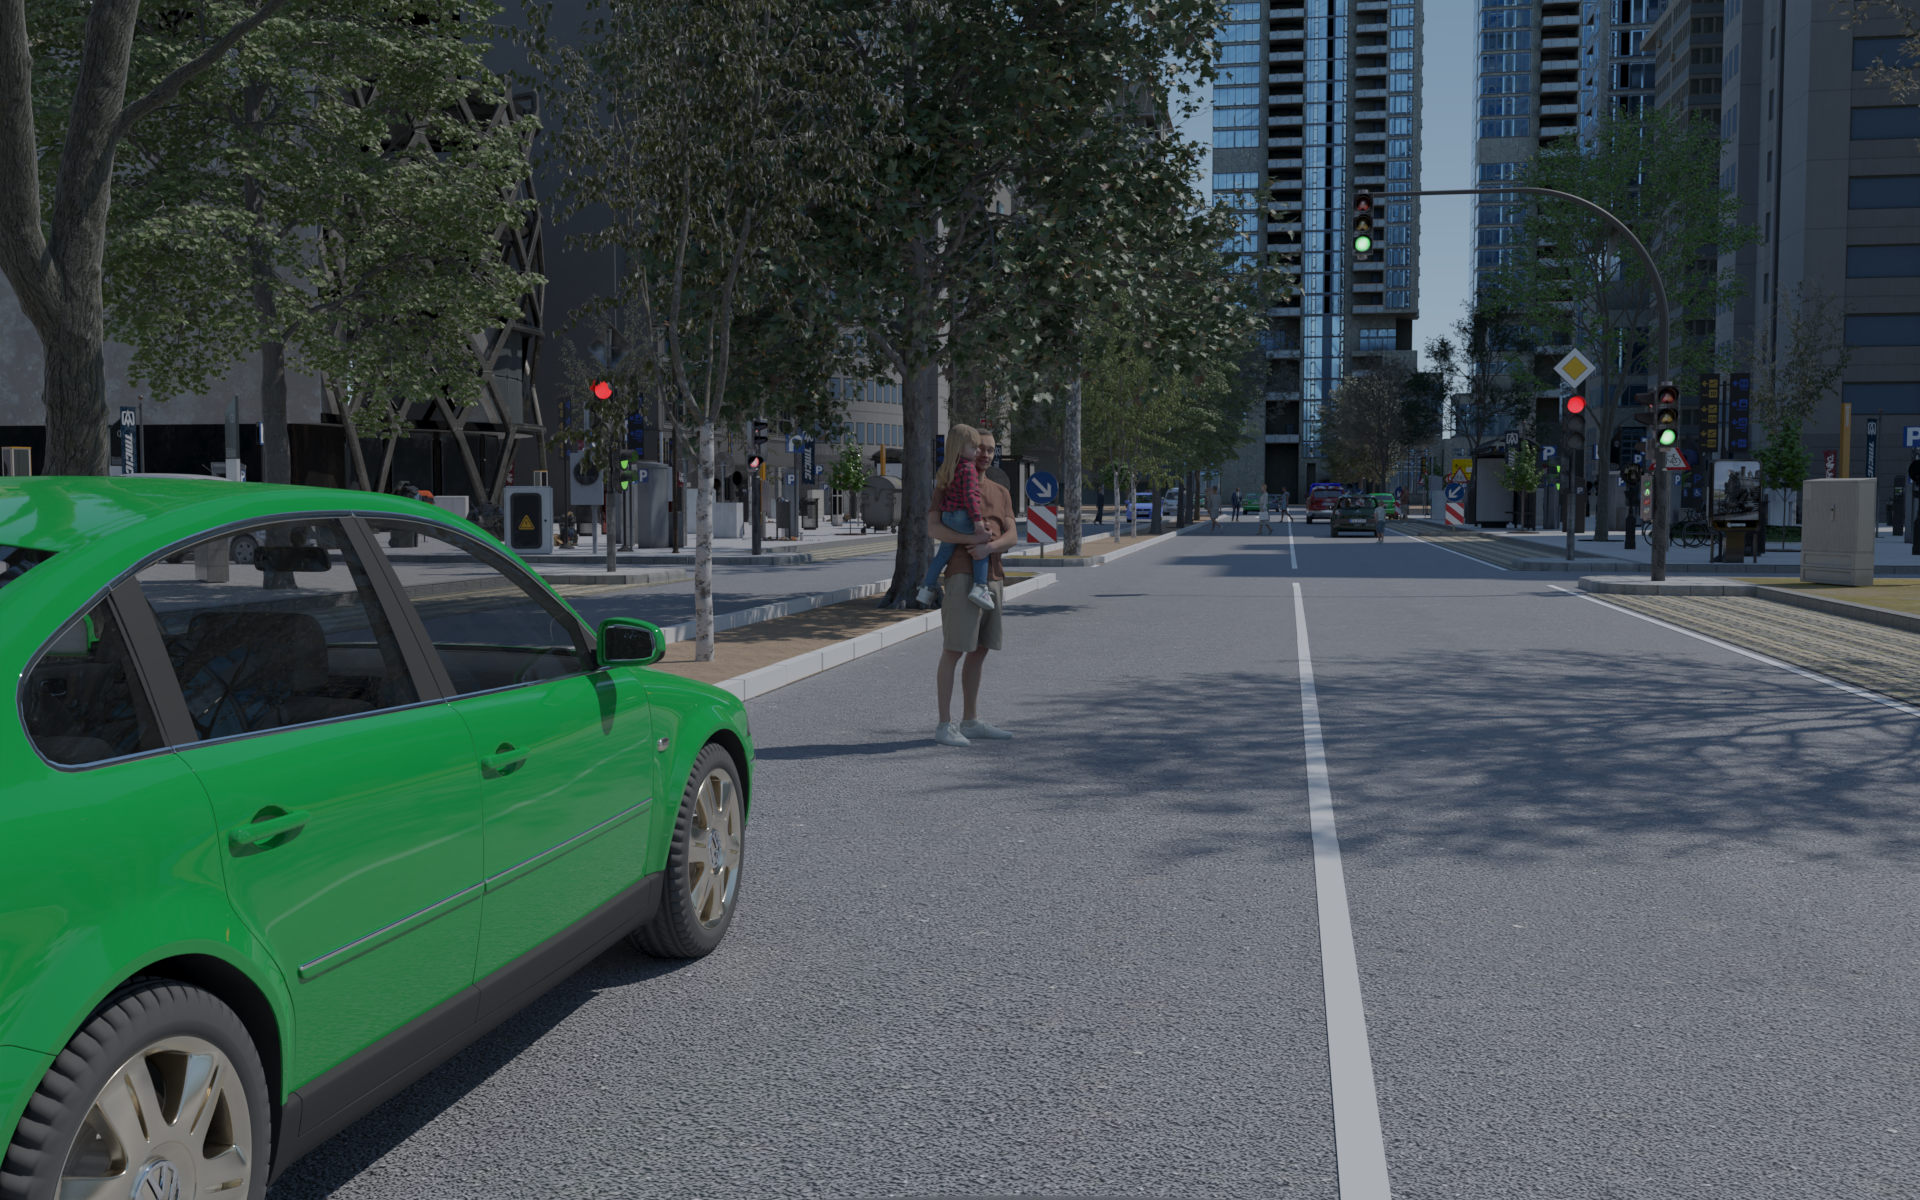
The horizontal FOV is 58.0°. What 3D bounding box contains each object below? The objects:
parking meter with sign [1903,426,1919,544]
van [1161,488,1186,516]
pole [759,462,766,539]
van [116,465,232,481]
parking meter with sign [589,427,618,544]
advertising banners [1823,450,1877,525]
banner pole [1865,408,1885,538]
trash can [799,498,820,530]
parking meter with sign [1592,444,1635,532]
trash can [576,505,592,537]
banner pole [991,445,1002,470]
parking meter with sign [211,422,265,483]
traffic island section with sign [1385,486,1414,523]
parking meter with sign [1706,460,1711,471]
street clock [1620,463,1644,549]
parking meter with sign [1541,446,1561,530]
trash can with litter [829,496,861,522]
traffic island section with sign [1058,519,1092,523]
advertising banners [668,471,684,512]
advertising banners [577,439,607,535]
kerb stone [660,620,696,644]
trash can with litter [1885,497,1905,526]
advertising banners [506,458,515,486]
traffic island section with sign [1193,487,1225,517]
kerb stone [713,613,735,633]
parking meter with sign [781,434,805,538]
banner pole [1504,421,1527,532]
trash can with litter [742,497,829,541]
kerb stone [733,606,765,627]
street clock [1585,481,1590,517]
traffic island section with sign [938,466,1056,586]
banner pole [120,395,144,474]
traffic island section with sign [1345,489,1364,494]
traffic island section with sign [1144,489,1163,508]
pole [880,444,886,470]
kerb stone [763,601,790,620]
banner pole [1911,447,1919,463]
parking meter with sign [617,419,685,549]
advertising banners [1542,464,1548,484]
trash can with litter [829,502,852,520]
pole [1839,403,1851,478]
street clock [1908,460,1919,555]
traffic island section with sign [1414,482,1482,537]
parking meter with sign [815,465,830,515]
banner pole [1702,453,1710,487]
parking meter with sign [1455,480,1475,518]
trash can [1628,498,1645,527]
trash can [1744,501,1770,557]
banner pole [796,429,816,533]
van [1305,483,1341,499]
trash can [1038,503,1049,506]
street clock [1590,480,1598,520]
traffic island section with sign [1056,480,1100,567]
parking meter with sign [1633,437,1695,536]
[{"bbox_3d":[24.918,-2.985,45.070,0.543,3.016,1.738,2,4,35],"label":"parking meter with sign"},{"bbox_3d":[14.530,-6.666,116.007,2.013,2.044,4.112,1,4,11],"label":"van"},{"bbox_3d":[-5.671,-3.408,49.564,0.158,3.312,0.155,0,3,0],"label":"pole"},{"bbox_3d":[-15.149,-1.713,35.015,4.112,2.044,2.013,1,4,12],"label":"van"},{"bbox_3d":[-8.690,-2.962,44.691,1.738,3.016,0.543,1,4,19],"label":"parking meter with sign"},{"bbox_3d":[35.258,-4.432,68.644,2.074,3.025,0.090,1,4,11],"label":"advertising banners"},{"bbox_3d":[26.640,-3.698,50.483,0.863,3.779,0.401,-2,4,-29],"label":"banner pole"},{"bbox_3d":[-5.373,-3.075,61.937,0.748,1.137,0.748,0,3,0],"label":"trash can"},{"bbox_3d":[22.617,-3.890,59.858,0.543,3.016,1.738,-1,4,-17],"label":"parking meter with sign"},{"bbox_3d":[-11.337,-2.500,52.533,0.748,1.137,0.748,0,3,0],"label":"trash can"},{"bbox_3d":[1.474,-5.339,77.306,0.863,3.779,0.401,1,4,8],"label":"banner pole"},{"bbox_3d":[-17.741,-2.799,42.030,1.738,3.016,0.543,0,4,-2],"label":"parking meter with sign"},{"bbox_3d":[21.651,-4.710,85.637,1.989,1.847,2.006,1,4,11],"label":"traffic island section with sign"},{"bbox_3d":[37.652,-5.675,89.042,0.543,3.016,1.738,-3,5,-42],"label":"parking meter with sign"},{"bbox_3d":[15.553,-2.176,40.141,0.471,2.002,0.358,0,4,-4],"label":"street clock"},{"bbox_3d":[21.629,-4.101,63.305,0.543,3.016,1.738,2,4,27],"label":"parking meter with sign"},{"bbox_3d":[-5.691,-4.218,80.026,1.678,1.210,2.233,-3,4,-38],"label":"trash can with litter"},{"bbox_3d":[5.634,-4.823,87.480,1.989,1.847,2.006,1,4,11],"label":"traffic island section with sign"},{"bbox_3d":[-19.657,-7.318,115.835,2.074,3.025,0.090,-1,4,-16],"label":"advertising banners"},{"bbox_3d":[-11.087,-3.579,54.708,2.074,3.025,0.090,1,4,8],"label":"advertising banners"},{"bbox_3d":[-2.752,0.324,16.896,0.120,0.150,1.000,1,4,11],"label":"kerb stone"},{"bbox_3d":[37.584,-3.538,69.237,1.055,1.170,0.624,2,4,28],"label":"trash can with litter"},{"bbox_3d":[-19.081,-4.592,71.272,2.074,3.025,0.090,2,4,28],"label":"advertising banners"},{"bbox_3d":[15.649,-6.159,108.840,2.006,1.907,1.989,1,4,11],"label":"traffic island section with sign"},{"bbox_3d":[-2.570,0.262,17.918,0.120,0.150,1.000,1,4,11],"label":"kerb stone"},{"bbox_3d":[-4.985,-3.347,50.976,0.543,3.016,1.738,-1,4,-15],"label":"parking meter with sign"},{"bbox_3d":[19.109,-4.250,59.498,0.863,3.779,0.401,2,4,28],"label":"banner pole"},{"bbox_3d":[-5.059,-2.243,47.738,2.233,1.210,1.678,3,5,42],"label":"trash can with litter"},{"bbox_3d":[-2.369,0.200,18.920,0.120,0.150,1.000,1,4,11],"label":"kerb stone"},{"bbox_3d":[35.085,-5.640,96.777,0.471,2.002,0.358,0,4,-6],"label":"street clock"},{"bbox_3d":[0.366,-1.198,27.716,2.006,1.907,1.989,1,4,11],"label":"traffic island section with sign"},{"bbox_3d":[-20.826,-3.285,43.720,0.401,3.779,0.863,2,4,24],"label":"banner pole"},{"bbox_3d":[30.663,-7.634,133.450,1.989,1.847,2.006,1,4,11],"label":"traffic island section with sign"},{"bbox_3d":[14.867,-7.816,136.424,1.989,1.847,2.006,1,4,11],"label":"traffic island section with sign"},{"bbox_3d":[-3.151,-4.714,70.919,0.158,3.312,0.155,0,3,0],"label":"pole"},{"bbox_3d":[-2.184,0.139,19.925,0.120,0.150,1.000,1,4,11],"label":"kerb stone"},{"bbox_3d":[37.198,-4.723,67.233,0.401,3.779,0.863,-1,4,-11],"label":"banner pole"},{"bbox_3d":[-7.218,-2.726,40.831,0.543,3.016,1.738,2,4,30],"label":"parking meter with sign"},{"bbox_3d":[35.209,-6.507,102.579,2.074,3.025,0.090,-2,4,-26],"label":"advertising banners"},{"bbox_3d":[-5.900,-4.535,85.529,1.055,1.170,0.624,-3,4,-37],"label":"trash can with litter"},{"bbox_3d":[19.882,-2.759,38.953,0.158,3.312,0.155,0,3,0],"label":"pole"},{"bbox_3d":[20.149,-1.943,36.333,0.358,2.002,0.471,-1,4,-20],"label":"street clock"},{"bbox_3d":[16.610,-3.070,58.829,1.989,1.847,2.006,1,4,11],"label":"traffic island section with sign"},{"bbox_3d":[-8.251,-6.634,104.720,0.543,3.016,1.738,-2,4,-25],"label":"parking meter with sign"},{"bbox_3d":[33.546,-5.391,78.153,0.863,3.779,0.401,0,4,-2],"label":"banner pole"},{"bbox_3d":[27.035,-5.868,92.196,1.738,3.016,0.543,-3,4,-37],"label":"parking meter with sign"},{"bbox_3d":[26.305,-3.404,67.315,0.748,1.137,0.748,0,3,0],"label":"trash can"},{"bbox_3d":[16.246,-1.467,35.632,0.748,1.137,0.748,0,3,0],"label":"trash can"},{"bbox_3d":[-5.107,-4.069,56.552,0.863,3.779,0.401,1,4,16],"label":"banner pole"},{"bbox_3d":[21.253,-5.900,100.845,2.240,2.365,5.245,1,4,11],"label":"van"},{"bbox_3d":[4.614,-5.158,95.991,0.748,1.137,0.748,0,3,0],"label":"trash can"},{"bbox_3d":[31.940,-5.022,86.683,0.471,2.002,0.358,2,4,32],"label":"street clock"},{"bbox_3d":[1.747,-1.643,34.994,2.006,1.907,1.989,1,4,11],"label":"traffic island section with sign"},{"bbox_3d":[21.491,-3.446,52.597,0.543,3.016,1.738,-2,4,-33],"label":"parking meter with sign"}]
